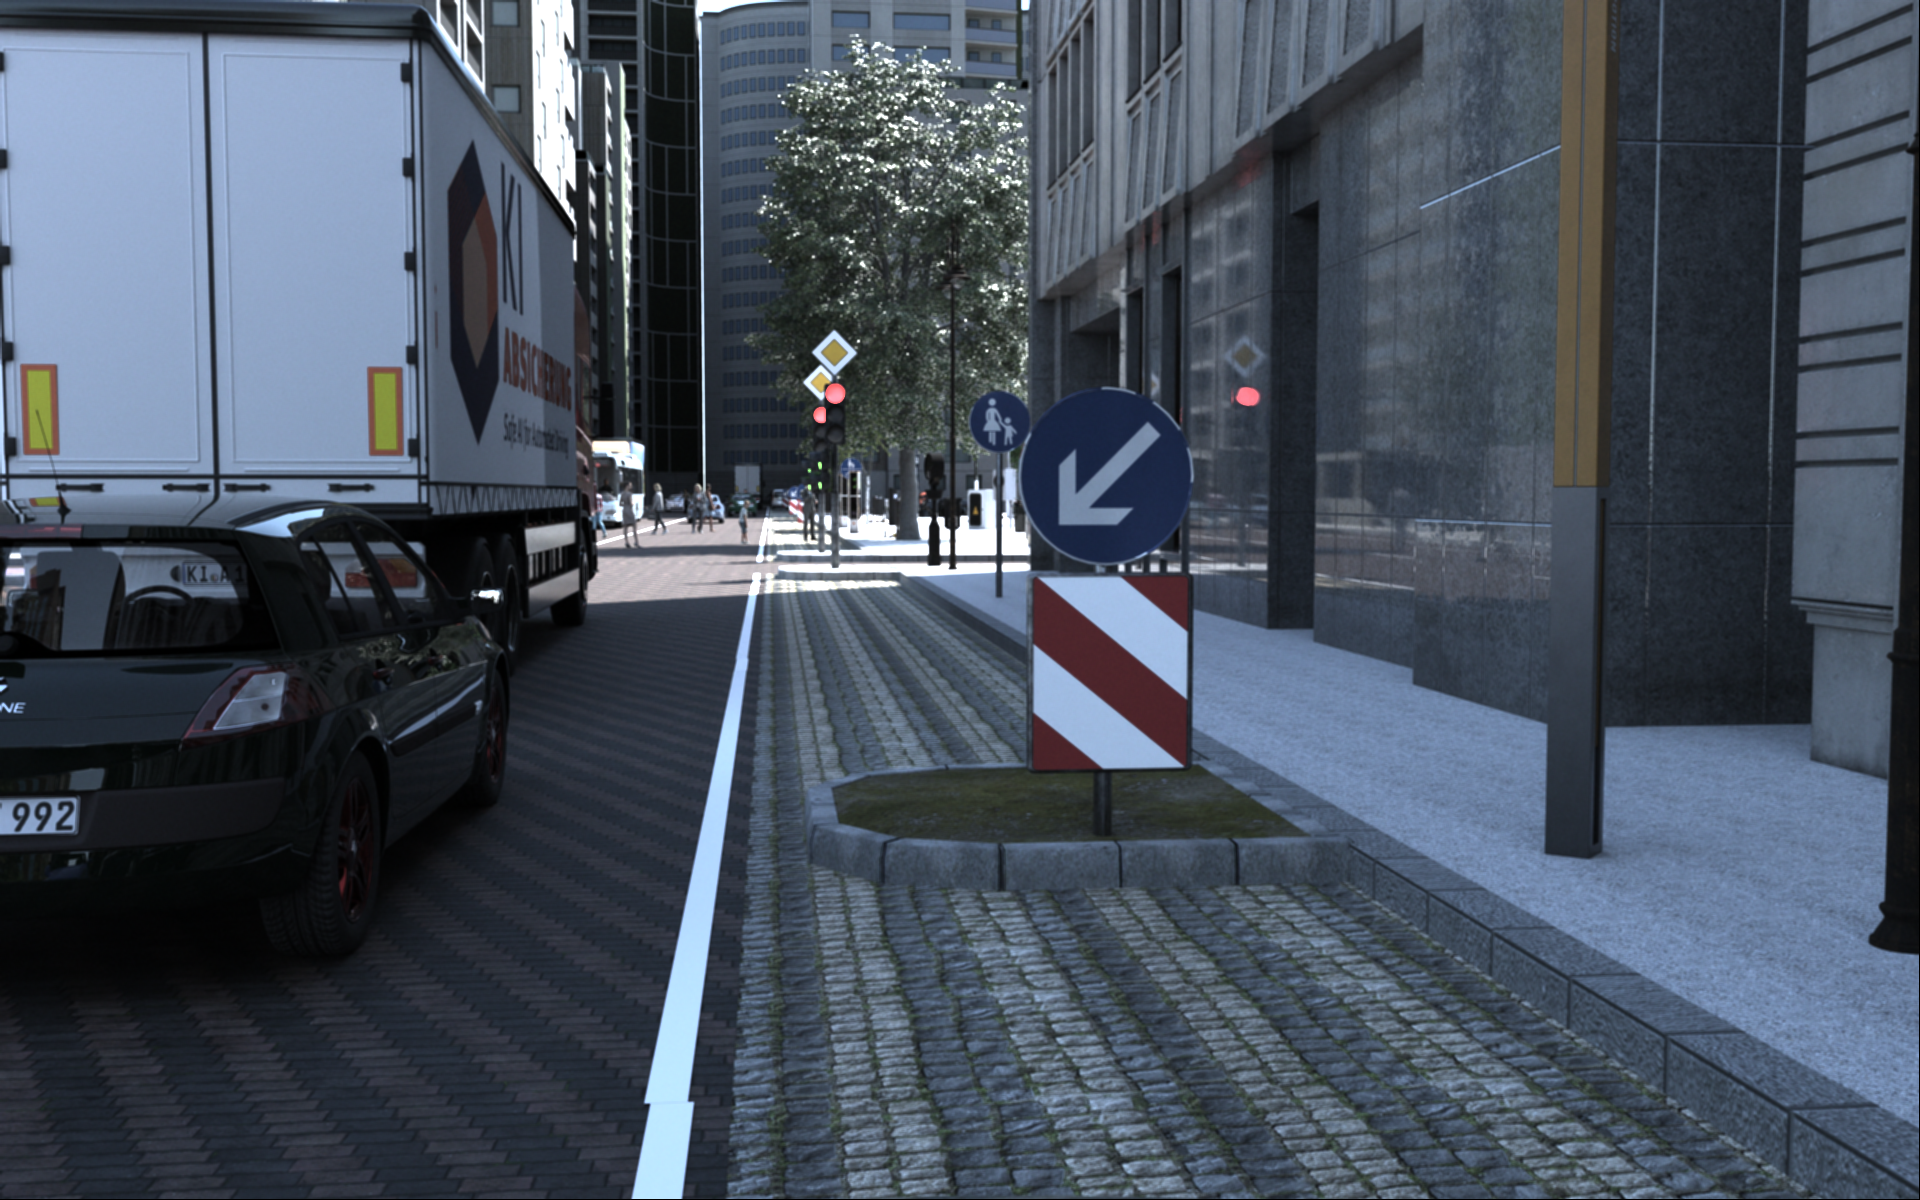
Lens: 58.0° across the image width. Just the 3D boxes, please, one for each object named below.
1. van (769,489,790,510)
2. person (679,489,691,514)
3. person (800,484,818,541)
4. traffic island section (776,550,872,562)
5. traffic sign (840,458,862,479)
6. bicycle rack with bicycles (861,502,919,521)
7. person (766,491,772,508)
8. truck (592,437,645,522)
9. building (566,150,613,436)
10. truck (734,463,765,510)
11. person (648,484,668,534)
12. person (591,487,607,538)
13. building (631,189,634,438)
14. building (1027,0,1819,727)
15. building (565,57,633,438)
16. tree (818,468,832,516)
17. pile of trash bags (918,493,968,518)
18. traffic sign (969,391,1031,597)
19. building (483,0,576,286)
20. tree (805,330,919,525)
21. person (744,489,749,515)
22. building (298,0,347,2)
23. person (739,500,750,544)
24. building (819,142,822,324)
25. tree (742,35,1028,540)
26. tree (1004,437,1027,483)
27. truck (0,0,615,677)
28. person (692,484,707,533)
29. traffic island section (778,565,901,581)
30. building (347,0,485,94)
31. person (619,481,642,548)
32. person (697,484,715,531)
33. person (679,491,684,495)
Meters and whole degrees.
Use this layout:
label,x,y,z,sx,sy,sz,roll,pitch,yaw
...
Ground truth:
label,x,y,z,sx,sy,sz,roll,pitch,yaw
van,-16.377,-9.228,157.886,2.013,2.044,4.112,0,4,-6
person,-19.963,-7.191,126.089,1.348,1.823,0.705,3,5,39
person,-4.548,-2.727,52.890,0.447,1.846,0.655,3,5,40
traffic island section,-2.990,-0.946,37.743,2.009,0.180,2.903,0,4,-6
traffic sign,-3.802,-3.700,60.597,0.768,2.556,0.104,0,3,0
bicycle rack with bicycles,-3.451,-4.265,83.108,2.852,0.926,2.925,-2,4,-35
person,-18.652,-9.914,171.420,1.217,1.723,0.721,0,4,-2
truck,-17.593,-6.028,87.477,2.839,4.237,11.283,0,4,-6
building,-36.777,-22.808,144.604,14.160,30.474,14.107,0,4,-6
truck,-19.707,-10.571,161.757,2.839,4.237,11.283,0,4,-5
person,-10.699,-3.218,61.304,0.728,1.800,0.709,1,4,11
person,-11.880,-2.887,56.547,0.643,1.720,0.563,3,5,41
building,-40.783,-30.193,177.243,14.086,41.232,14.154,0,4,-6
building,8.180,-12.308,19.251,12.078,24.808,19.932,0,4,-6
building,-38.087,-29.033,158.287,14.154,41.232,14.086,0,4,-6
tree,-7.837,-6.510,101.036,1.663,3.219,1.824,0,3,0
pile of trash bags,-0.726,-5.502,99.714,3.447,1.369,1.912,-1,4,-21
traffic sign,0.486,-1.305,21.447,0.768,2.556,0.104,0,4,-5
building,-41.952,-32.585,121.998,28.713,52.752,27.495,0,4,-6
tree,-3.777,-7.429,71.829,4.737,8.622,4.395,0,3,0
person,-14.722,-6.704,118.554,0.568,1.767,0.683,0,4,-8
building,-37.951,-22.981,67.628,32.217,40.220,23.993,0,4,-6
person,-6.179,-2.234,49.714,0.352,1.250,0.332,1,4,19
building,-4.119,-22.376,137.541,14.160,30.474,14.107,0,4,-6
tree,-1.490,-8.646,48.020,9.857,13.997,8.962,0,3,0
tree,3.530,-5.366,71.443,4.285,4.588,4.351,0,3,0
truck,-4.885,-1.619,15.390,2.839,4.237,11.283,0,4,-7
person,-9.535,-3.341,63.303,0.537,1.800,0.526,0,4,4
traffic island section,-2.122,-0.460,29.805,2.009,0.180,2.903,0,4,-6
building,-35.810,-40.311,97.341,20.563,71.187,20.611,0,4,-6
person,-8.777,-2.279,46.097,0.599,1.781,0.374,3,4,36
person,-9.607,-3.506,65.913,0.778,1.811,0.616,-3,5,-40
person,-24.822,-8.879,154.336,0.551,1.740,0.621,-3,4,-36
